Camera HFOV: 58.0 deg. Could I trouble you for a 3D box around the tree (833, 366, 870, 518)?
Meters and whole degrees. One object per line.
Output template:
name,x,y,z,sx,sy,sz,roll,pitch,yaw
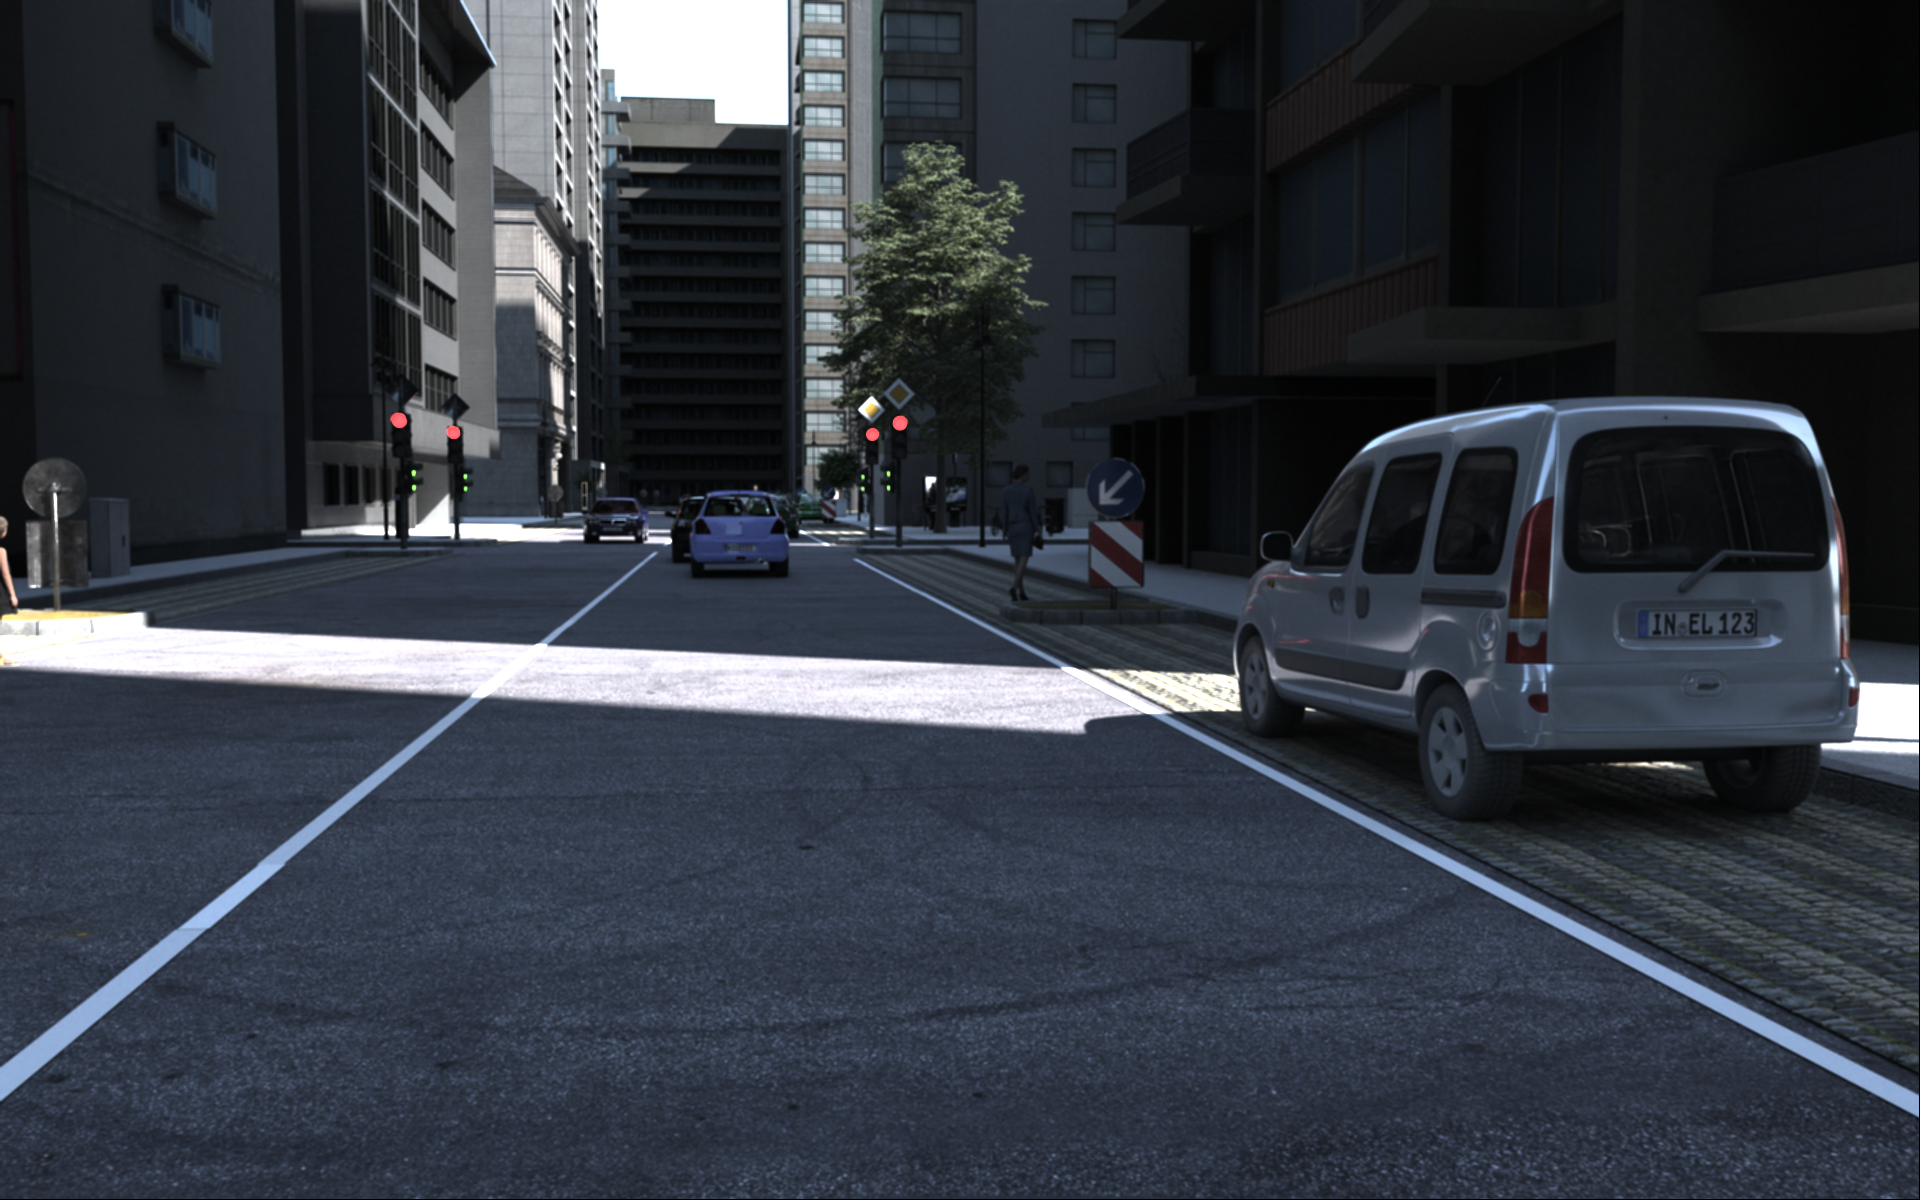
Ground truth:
tree,-5.046,-8.789,94.058,4.360,8.622,3.978,0,3,0

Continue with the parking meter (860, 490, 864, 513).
parking meter,-6.657,-6.639,116.955,0.372,1.533,0.369,0,3,0

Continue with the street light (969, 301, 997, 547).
street light,0.542,-4.216,41.724,0.468,5.910,1.993,0,4,-8

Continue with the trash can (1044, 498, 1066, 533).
trash can,3.111,-2.764,56.840,0.748,1.137,0.748,0,3,0

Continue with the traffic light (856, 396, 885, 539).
traffic light,-2.551,-3.720,49.735,0.839,4.253,0.868,0,4,-8

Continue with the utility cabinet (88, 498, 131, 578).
utility cabinet,-13.204,-0.964,26.927,0.306,1.237,1.020,-1,4,-9

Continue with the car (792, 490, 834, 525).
car,-7.005,-4.496,82.299,1.959,1.807,4.718,-1,4,-9

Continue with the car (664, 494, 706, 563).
car,-5.415,-1.707,37.703,2.009,1.686,4.222,-1,4,-10

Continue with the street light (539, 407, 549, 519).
street light,-21.741,-7.214,90.731,0.468,5.910,1.993,0,4,-8

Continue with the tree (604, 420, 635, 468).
tree,-33.801,-13.451,170.284,4.737,8.622,4.395,0,3,0

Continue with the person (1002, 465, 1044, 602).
person,0.770,-0.884,22.981,0.581,1.822,0.654,3,4,38

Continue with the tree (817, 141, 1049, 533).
tree,-0.802,-8.481,56.795,7.486,12.596,7.792,0,3,0

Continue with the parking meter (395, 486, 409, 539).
parking meter,-16.111,-2.543,49.993,0.372,1.533,0.369,0,3,0

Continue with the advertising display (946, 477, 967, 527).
advertising display,-0.204,-3.755,66.615,0.974,1.923,0.123,-2,4,-24

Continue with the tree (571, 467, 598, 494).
tree,-26.100,-7.746,121.249,1.663,3.219,1.824,0,3,0

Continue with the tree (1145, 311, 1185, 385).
tree,9.379,-7.180,67.758,4.360,8.622,3.978,0,3,0

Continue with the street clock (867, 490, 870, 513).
street clock,-6.113,-6.850,116.574,0.358,2.002,0.471,0,4,-2

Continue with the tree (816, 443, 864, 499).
tree,-7.693,-7.758,110.560,4.285,4.588,4.351,0,3,0

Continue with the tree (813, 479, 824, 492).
tree,-9.796,-8.222,129.031,1.663,3.219,1.824,0,3,0

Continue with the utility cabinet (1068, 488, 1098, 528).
utility cabinet,4.623,-3.455,65.165,1.173,1.500,0.318,-2,4,-28

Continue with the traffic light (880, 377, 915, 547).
traffic light,-1.491,-3.235,41.820,0.839,4.253,0.868,0,4,-8

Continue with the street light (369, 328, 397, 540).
street light,-16.099,-4.627,48.444,0.468,5.910,1.993,0,4,-8

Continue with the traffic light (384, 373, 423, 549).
traffic light,-12.949,-3.141,40.277,0.839,4.253,0.868,0,4,-8

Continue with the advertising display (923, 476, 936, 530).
advertising display,-0.958,-3.455,61.702,0.123,1.923,0.974,3,5,41

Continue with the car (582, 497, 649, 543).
car,-10.243,-2.389,51.646,1.945,1.354,3.894,0,4,-8

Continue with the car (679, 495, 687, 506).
car,-29.657,-10.822,189.296,2.083,1.381,4.827,0,4,-6

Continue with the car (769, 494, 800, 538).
car,-6.387,-2.822,57.930,2.131,1.459,4.920,-1,4,-9

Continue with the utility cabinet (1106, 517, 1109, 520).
utility cabinet,6.105,-3.371,66.270,1.020,1.237,0.306,0,4,0

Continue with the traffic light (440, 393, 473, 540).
traffic light,-14.008,-3.625,48.191,0.839,4.253,0.868,0,4,-8

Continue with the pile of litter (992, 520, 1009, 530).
pile of litter,2.041,-2.951,62.216,1.719,0.858,1.176,1,4,16

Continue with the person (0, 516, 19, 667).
person,-8.040,-0.079,14.459,0.362,1.253,0.373,2,4,33

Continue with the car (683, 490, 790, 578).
car,-4.003,-1.318,31.135,1.945,1.707,3.694,-1,4,-9

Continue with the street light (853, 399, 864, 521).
street light,-4.812,-6.707,82.450,0.468,5.910,1.993,0,4,-8

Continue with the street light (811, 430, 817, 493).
street light,-10.476,-9.257,124.139,0.468,5.910,1.993,0,4,-8

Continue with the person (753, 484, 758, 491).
person,-7.896,-3.608,67.502,0.660,1.820,0.620,0,4,-5
